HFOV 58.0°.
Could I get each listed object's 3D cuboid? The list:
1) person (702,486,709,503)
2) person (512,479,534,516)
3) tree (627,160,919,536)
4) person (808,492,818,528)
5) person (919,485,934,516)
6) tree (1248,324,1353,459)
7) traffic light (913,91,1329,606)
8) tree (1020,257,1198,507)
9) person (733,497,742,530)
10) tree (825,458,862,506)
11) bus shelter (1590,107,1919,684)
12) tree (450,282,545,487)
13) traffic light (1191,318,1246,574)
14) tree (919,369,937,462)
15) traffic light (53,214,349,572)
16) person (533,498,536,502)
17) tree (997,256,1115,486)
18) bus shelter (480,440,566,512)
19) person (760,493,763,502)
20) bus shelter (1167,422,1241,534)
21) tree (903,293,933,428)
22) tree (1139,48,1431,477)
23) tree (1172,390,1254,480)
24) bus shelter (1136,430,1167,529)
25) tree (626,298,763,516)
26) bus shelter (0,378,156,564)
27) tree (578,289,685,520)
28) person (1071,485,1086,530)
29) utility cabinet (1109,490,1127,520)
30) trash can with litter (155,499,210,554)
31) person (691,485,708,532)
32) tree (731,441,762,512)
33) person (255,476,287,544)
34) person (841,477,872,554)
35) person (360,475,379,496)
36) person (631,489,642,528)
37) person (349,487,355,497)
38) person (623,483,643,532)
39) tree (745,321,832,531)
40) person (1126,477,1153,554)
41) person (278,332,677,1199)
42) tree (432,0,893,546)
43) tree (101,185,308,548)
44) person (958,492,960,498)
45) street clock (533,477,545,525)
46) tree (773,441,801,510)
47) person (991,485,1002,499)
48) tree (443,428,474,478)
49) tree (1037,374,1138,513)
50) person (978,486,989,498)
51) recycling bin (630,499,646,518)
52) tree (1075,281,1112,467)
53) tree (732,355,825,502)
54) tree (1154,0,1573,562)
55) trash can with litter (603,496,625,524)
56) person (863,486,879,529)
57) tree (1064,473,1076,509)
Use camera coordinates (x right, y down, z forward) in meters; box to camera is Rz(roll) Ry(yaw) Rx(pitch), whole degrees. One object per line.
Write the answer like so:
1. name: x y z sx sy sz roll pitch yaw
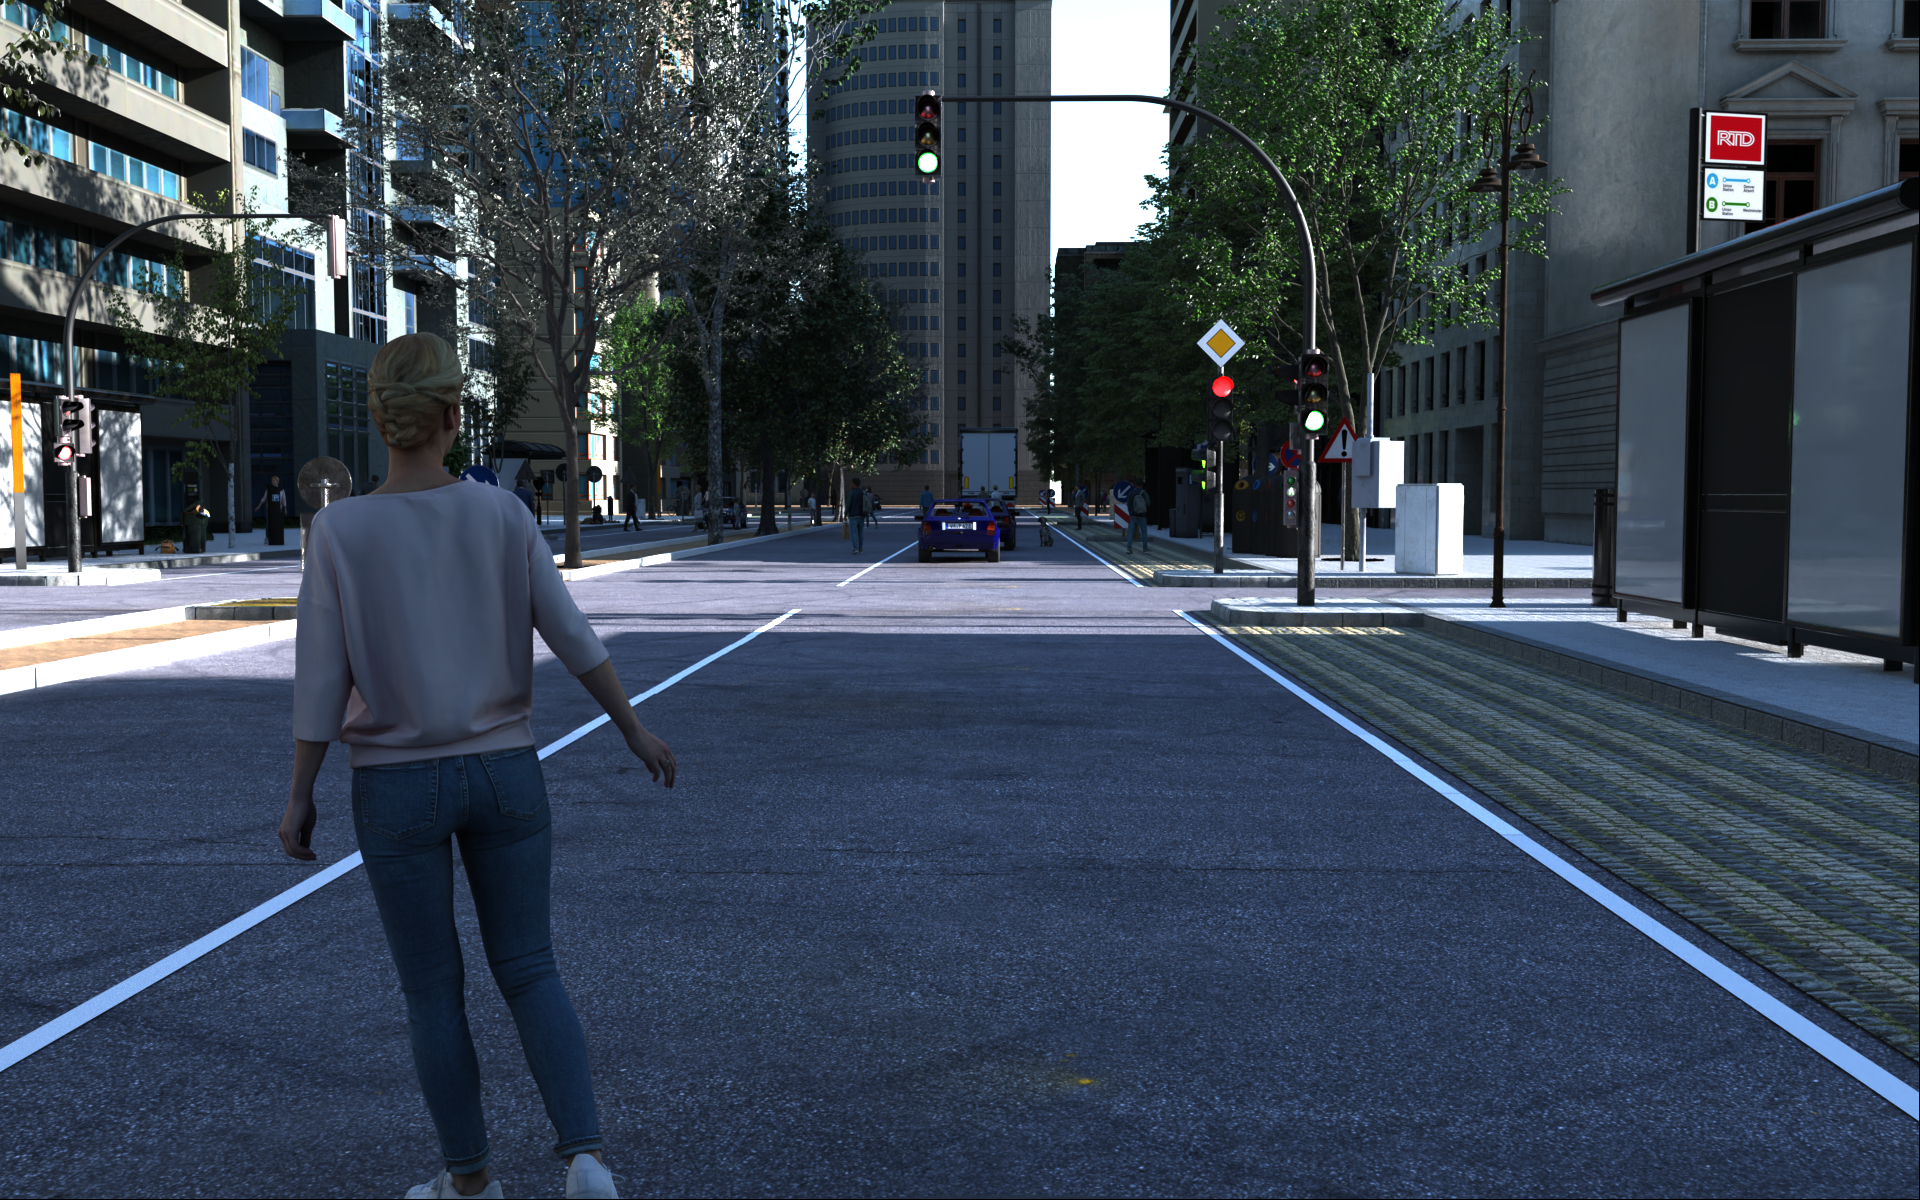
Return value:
1. person: -14.512 -5.684 99.643 0.731 1.740 0.598 0 4 -6
2. person: -11.009 -2.141 43.690 0.721 1.800 0.419 -1 4 -17
3. tree: -6.558 -8.527 58.878 9.611 12.733 9.660 0 3 0
4. person: -6.235 -3.824 73.614 0.523 1.515 0.503 0 4 7
5. person: -1.283 -3.567 67.172 0.601 1.785 0.444 0 4 -4
6. tree: 12.860 -7.005 64.895 4.360 8.622 3.978 0 3 0
7. traffic light: 1.866 -2.759 19.773 4.771 5.953 1.251 0 4 1
8. tree: 8.671 -11.395 92.959 9.857 13.997 8.962 0 3 0
9. person: -8.806 -3.411 68.550 0.394 1.301 0.425 -2 4 -32
10. tree: -13.438 -14.968 179.146 8.767 10.594 7.601 -3 5 -40
11. bus shelter: 7.359 -2.333 15.770 2.179 5.291 8.768 0 4 1
12. tree: -16.281 -6.726 60.329 4.360 8.622 3.978 0 3 0
13. traffic light: 4.155 -2.381 27.846 0.839 4.253 0.868 0 4 1
14. tree: -6.051 -10.284 87.605 9.611 12.733 9.660 0 3 0
15. traffic light: -12.408 -3.278 28.269 4.771 5.953 1.251 0 4 1
16. person: -22.686 -5.172 90.946 0.721 1.781 0.623 1 4 13
17. tree: 8.394 -17.410 140.547 12.611 20.169 13.585 0 3 0
18. bus shelter: -16.831 -4.496 67.427 2.014 3.302 5.546 0 4 1
19. person: -8.533 -4.140 76.394 0.606 1.804 0.583 -1 4 -20
20. bus shelter: 8.302 -4.127 58.766 1.731 3.624 6.357 0 4 1
21. tree: -6.243 -9.979 75.975 12.009 13.543 11.850 0 3 0
22. tree: 8.217 -7.724 44.413 7.486 12.596 7.792 0 3 0
23. tree: 12.237 -8.083 82.514 4.737 8.622 4.395 0 3 0
24. bus shelter: 7.825 -4.583 66.211 1.731 3.624 6.357 0 4 1
25. tree: -15.526 -11.143 100.318 7.486 12.596 7.792 0 3 0
26. bus shelter: -18.164 -3.340 32.241 2.179 5.291 8.768 0 4 1
27. tree: -15.330 -9.829 86.463 9.928 11.665 9.643 0 3 0
28. person: 4.693 -3.673 68.728 0.473 1.802 0.592 -1 4 -14
29. utility cabinet: 7.877 -4.648 84.666 1.173 1.500 0.318 3 4 37
30. trash can with litter: -16.770 -1.587 37.335 1.055 1.170 0.624 -2 4 -32
31. person: -9.889 -3.481 65.761 0.624 1.780 0.694 0 4 -8
32. tree: -14.750 -10.553 122.900 4.360 8.622 3.978 0 3 0
33. person: -17.693 -2.304 44.393 0.731 1.740 0.598 -3 4 -38
34. person: -2.499 -1.996 41.118 0.794 1.824 0.713 -1 4 -10
35. person: -17.377 -2.766 51.074 0.655 1.846 0.447 0 4 -3
36. person: -13.853 -3.959 73.909 0.598 1.740 0.731 -3 5 -45
37. person: -22.973 -3.626 65.544 0.699 1.804 1.509 0 4 -4
38. person: -12.514 -3.546 66.250 0.755 1.850 0.659 0 4 -1
39. tree: -6.532 -6.939 66.264 4.737 8.622 4.395 0 3 0
40. person: 4.197 -1.993 41.074 0.713 1.824 0.794 -3 5 -40
41. person: -0.855 0.357 3.335 0.598 1.740 0.731 3 5 45
42. tree: -7.854 -11.568 47.488 12.611 20.169 13.585 0 3 0
43. tree: -17.475 -5.531 40.797 4.737 8.622 4.395 0 3 0
44. person: 0.196 -5.738 102.495 0.592 1.802 0.473 3 5 43
45. street clock: -17.512 -4.125 72.011 0.471 2.002 0.358 -1 4 -18
46. tree: -13.890 -13.719 142.432 7.486 12.596 7.792 0 3 0
47. person: 1.417 -3.573 67.137 0.478 1.798 0.641 -1 4 -11
48. tree: -21.301 -5.280 70.034 4.285 4.588 4.351 0 3 0
49. tree: 9.388 -11.215 117.778 8.767 10.594 7.601 0 4 4
50. person: 0.903 -3.673 69.111 0.519 1.759 0.362 -1 4 -11
51. recycling bin: -17.068 -4.836 91.625 0.722 1.027 0.722 0 4 3
52. tree: 8.675 -9.527 73.897 7.486 12.596 7.792 0 3 0
53. tree: -14.175 -11.004 114.332 7.601 10.594 8.767 -2 4 -24
54. tree: 7.574 -6.560 33.006 9.928 11.665 9.643 0 3 0
55. trash can with litter: -15.569 -3.991 76.307 1.678 1.210 2.233 0 4 -2
56. person: -3.680 -3.808 71.349 0.643 1.750 0.593 3 5 43
57. tree: 10.248 -9.652 152.414 1.663 3.219 1.824 0 3 0
